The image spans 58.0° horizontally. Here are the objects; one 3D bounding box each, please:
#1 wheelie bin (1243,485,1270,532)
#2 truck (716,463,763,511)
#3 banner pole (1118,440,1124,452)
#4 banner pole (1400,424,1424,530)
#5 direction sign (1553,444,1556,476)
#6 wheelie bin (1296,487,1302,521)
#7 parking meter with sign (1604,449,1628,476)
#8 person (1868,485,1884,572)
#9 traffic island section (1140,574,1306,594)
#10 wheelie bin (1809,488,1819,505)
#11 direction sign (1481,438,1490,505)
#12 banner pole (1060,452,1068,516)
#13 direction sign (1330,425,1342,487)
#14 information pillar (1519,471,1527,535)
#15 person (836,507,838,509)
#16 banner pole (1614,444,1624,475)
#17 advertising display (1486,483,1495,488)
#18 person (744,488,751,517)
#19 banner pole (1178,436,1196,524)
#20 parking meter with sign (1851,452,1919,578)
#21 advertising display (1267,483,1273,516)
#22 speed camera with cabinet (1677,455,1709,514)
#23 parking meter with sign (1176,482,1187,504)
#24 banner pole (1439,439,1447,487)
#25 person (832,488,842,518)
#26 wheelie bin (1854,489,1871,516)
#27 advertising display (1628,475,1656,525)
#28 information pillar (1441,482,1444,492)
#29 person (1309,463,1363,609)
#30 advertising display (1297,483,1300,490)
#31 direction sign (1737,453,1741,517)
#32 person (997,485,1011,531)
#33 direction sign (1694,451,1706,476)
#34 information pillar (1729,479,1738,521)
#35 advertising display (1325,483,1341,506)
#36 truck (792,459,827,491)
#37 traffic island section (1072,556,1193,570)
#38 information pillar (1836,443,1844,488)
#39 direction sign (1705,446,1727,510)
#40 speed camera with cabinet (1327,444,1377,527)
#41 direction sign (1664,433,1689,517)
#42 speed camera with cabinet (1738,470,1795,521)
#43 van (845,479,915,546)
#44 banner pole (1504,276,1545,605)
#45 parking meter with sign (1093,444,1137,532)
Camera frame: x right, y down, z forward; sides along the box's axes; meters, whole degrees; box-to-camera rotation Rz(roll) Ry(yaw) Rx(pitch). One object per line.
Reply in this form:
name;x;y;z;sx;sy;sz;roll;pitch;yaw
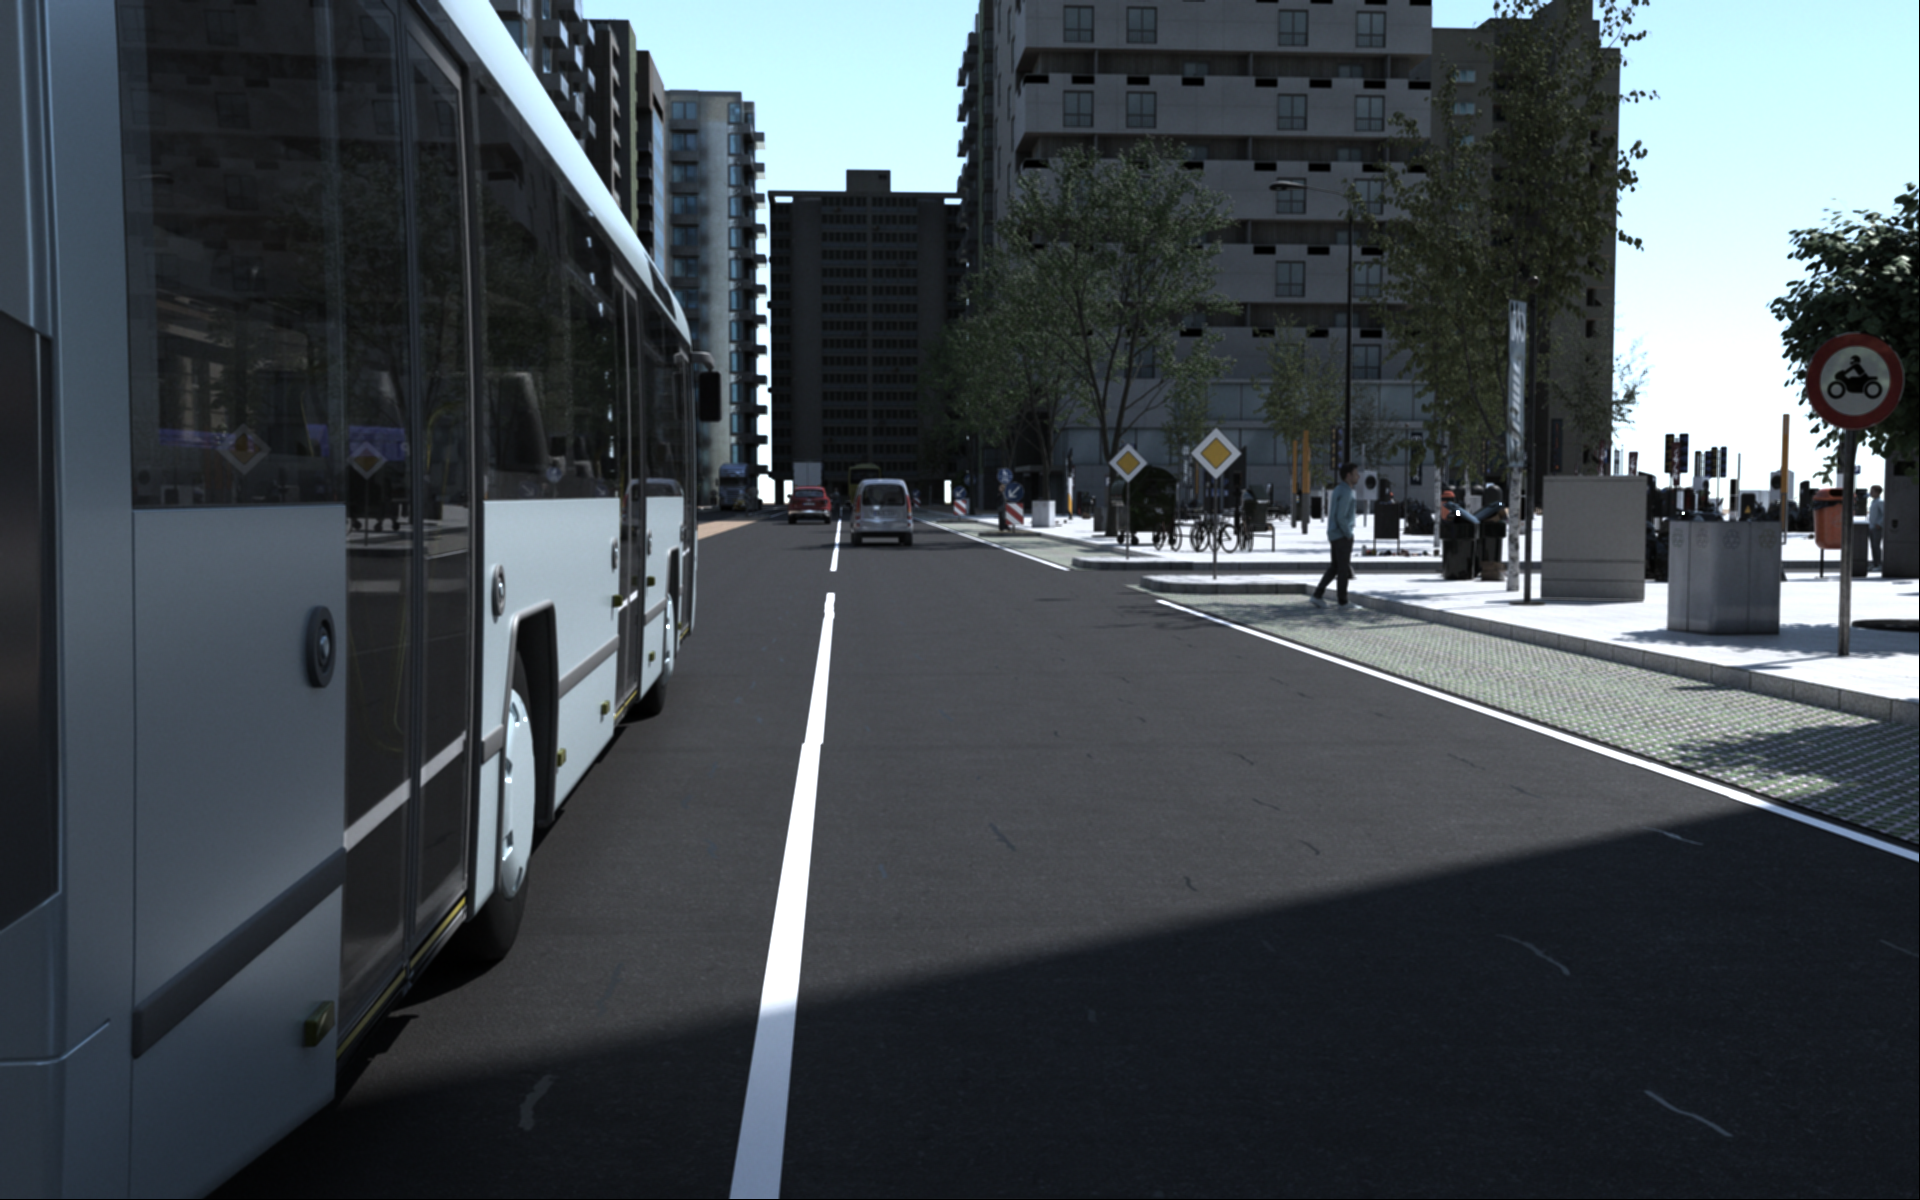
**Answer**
wheelie bin;10.001;-3.107;58.711;0.980;1.594;0.693;-3;4;-36
truck;-19.800;-10.224;156.921;2.967;4.110;18.799;0;4;-2
banner pole;7.530;-5.574;81.145;0.401;3.779;0.863;-1;4;-14
banner pole;16.098;-4.383;61.681;0.863;3.779;0.401;-1;4;-15
direction sign;27.185;-5.338;79.266;0.379;3.537;0.876;1;4;13
wheelie bin;16.197;-4.567;82.578;0.693;1.594;0.980;0;4;8
parking meter with sign;25.908;-4.364;67.605;1.738;3.016;0.543;-1;4;-10
person;16.973;-1.333;32.098;0.330;1.601;0.589;1;4;14
traffic island section;3.841;-0.227;25.994;2.009;0.180;2.903;0;4;-4
wheelie bin;46.771;-5.314;94.789;0.980;1.594;0.693;-1;4;-18
direction sign;21.268;-4.779;70.132;0.379;3.537;0.876;3;4;38
banner pole;6.302;-6.882;102.543;0.863;3.779;0.401;-3;5;-40
direction sign;12.383;-3.979;57.060;0.379;3.537;0.876;2;4;35
information pillar;17.582;-3.056;54.456;0.304;2.012;0.304;-2;4;-35
person;-12.110;-9.747;168.394;0.750;1.759;0.617;3;5;43
banner pole;32.967;-5.914;86.706;0.863;3.779;0.401;-2;4;-30
advertising display;29.720;-5.631;97.276;0.974;1.923;0.123;-3;5;-44
person;-12.900;-5.921;105.589;0.573;1.790;0.520;-3;5;-43
banner pole;9.706;-5.219;75.351;0.863;3.779;0.401;-3;4;-36
parking meter with sign;14.525;-1.851;26.527;1.738;3.016;0.543;2;4;27
advertising display;18.293;-5.934;102.242;0.123;1.923;0.974;0;4;-4
speed camera with cabinet;37.306;-5.734;88.094;2.038;3.252;0.660;-3;4;-36
parking meter with sign;11.719;-6.088;95.792;1.738;3.016;0.543;1;4;16
banner pole;21.843;-5.405;78.387;0.401;3.779;0.863;-1;4;-12
person;-7.413;-5.867;104.601;0.661;1.801;0.590;-2;4;-28
wheelie bin;52.235;-5.654;100.344;0.980;1.594;0.693;1;4;21
advertising display;23.375;-3.320;59.491;0.974;1.923;0.123;1;4;21
information pillar;28.780;-6.030;103.074;0.304;2.012;0.304;2;4;32
person;4.688;-0.798;21.568;0.620;1.820;0.660;0;4;-4
advertising display;18.904;-5.611;96.957;0.123;1.923;0.974;1;4;16
direction sign;42.717;-6.301;95.015;0.379;3.537;0.876;2;4;30
person;1.568;-3.286;62.647;0.534;1.772;0.576;-1;4;-13
direction sign;38.810;-6.028;90.552;0.876;3.537;0.379;0;4;-3
information pillar;37.199;-4.818;83.272;0.304;2.012;0.304;3;4;38
advertising display;22.352;-6.014;103.549;0.974;1.923;0.123;1;4;18
truck;-12.622;-9.559;145.200;2.839;4.237;11.283;0;4;-3
traffic island section;3.303;-0.714;33.961;2.009;0.180;2.903;0;4;-4
information pillar;35.673;-4.808;69.959;0.504;3.616;0.183;1;4;9
direction sign;36.152;-5.540;82.582;0.379;3.537;0.876;-2;4;-27
speed camera with cabinet;15.284;-4.471;67.431;2.038;3.252;0.660;-2;4;-29
direction sign;26.791;-4.454;64.820;0.379;3.537;0.876;-3;5;-44
speed camera with cabinet;31.240;-4.452;67.127;0.660;3.252;2.038;-2;4;-29
van;-2.254;-2.583;49.245;2.013;2.044;4.112;0;4;-5
banner pole;6.441;-1.825;19.859;0.401;3.779;0.863;3;5;42
parking meter with sign;5.300;-3.869;59.511;0.543;3.016;1.738;3;5;45
